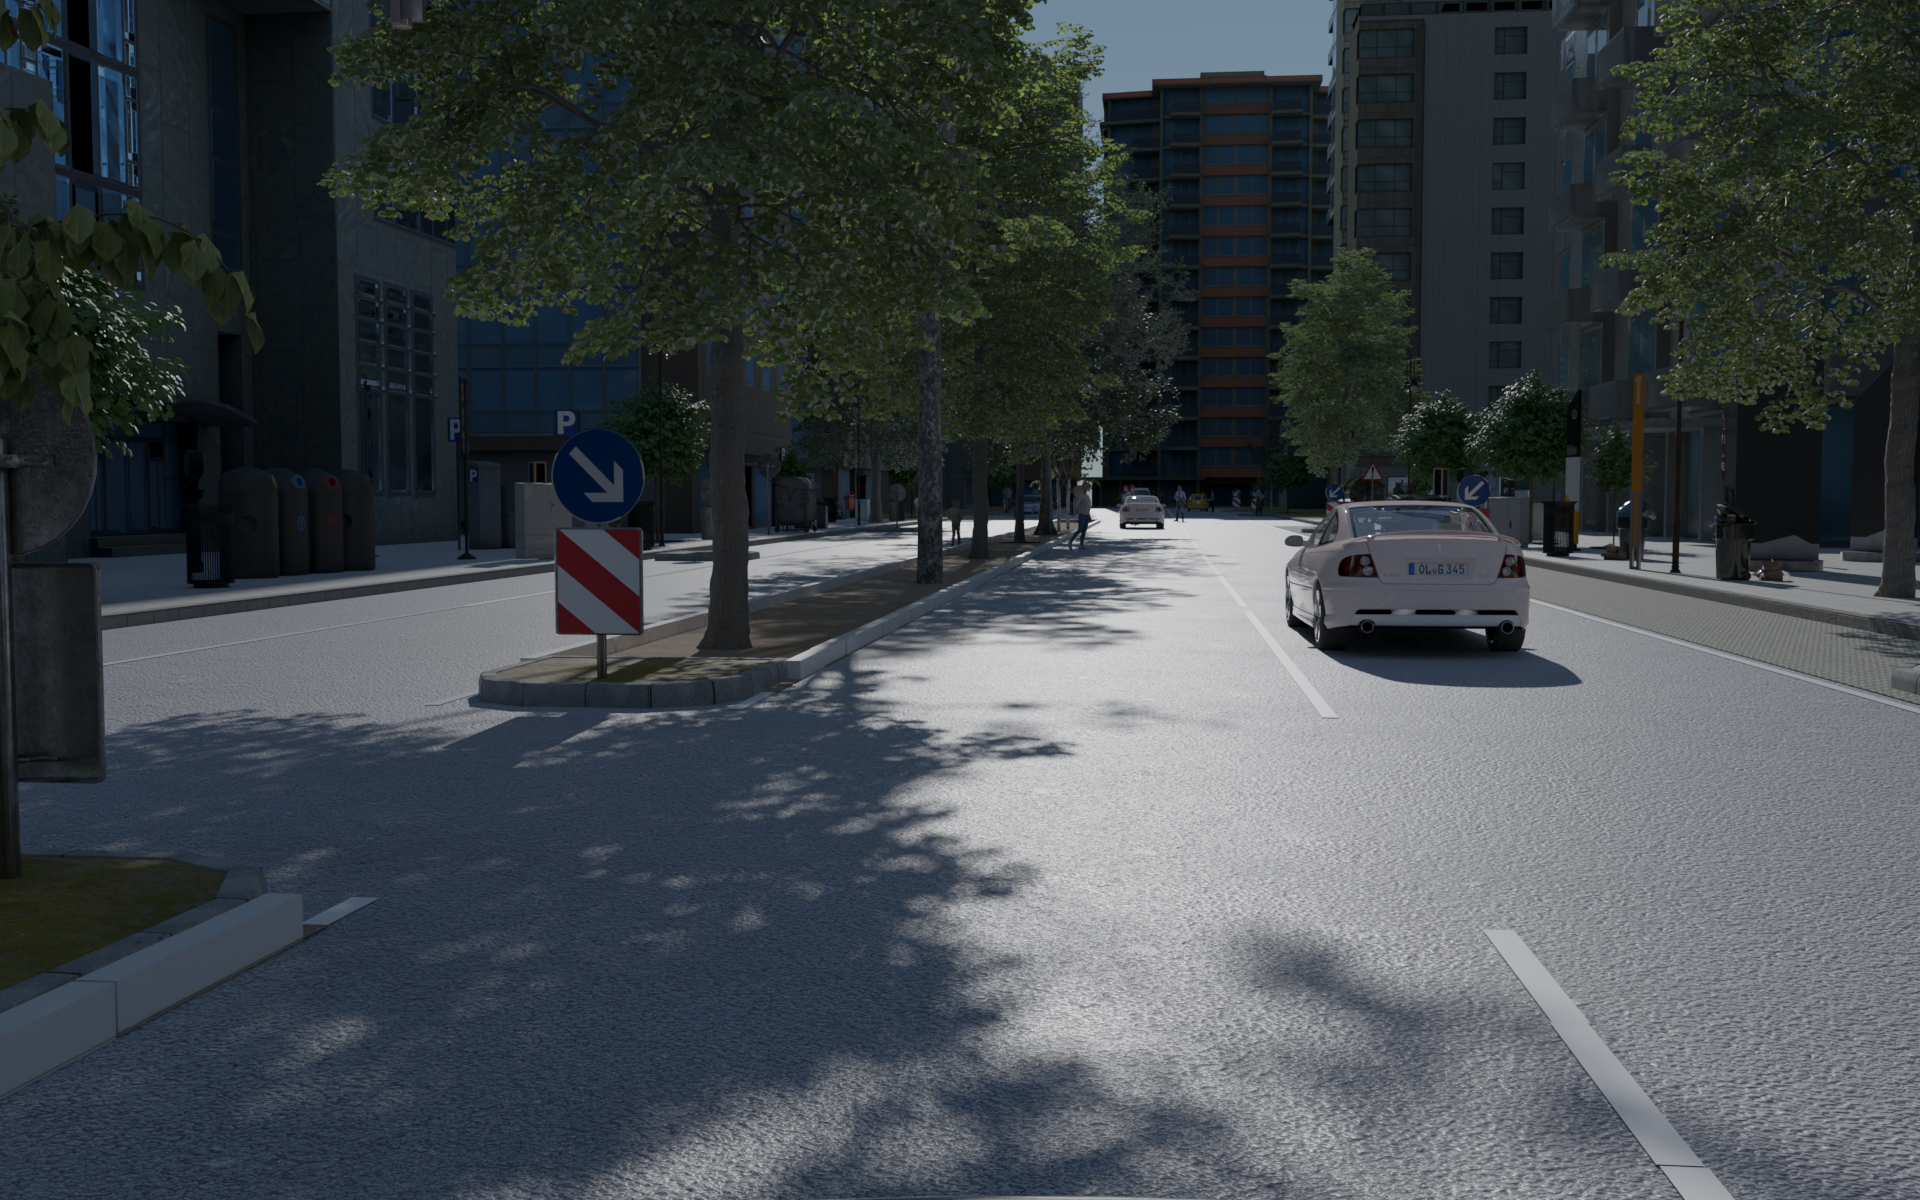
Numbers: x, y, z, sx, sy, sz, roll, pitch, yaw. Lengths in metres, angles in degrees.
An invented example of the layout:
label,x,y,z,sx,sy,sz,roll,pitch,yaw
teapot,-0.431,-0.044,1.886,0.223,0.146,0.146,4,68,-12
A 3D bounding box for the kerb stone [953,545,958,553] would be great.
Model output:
label,x,y,z,sx,sy,sz,roll,pitch,yaw
kerb stone,-0.223,-1.184,41.556,0.120,0.150,1.000,0,4,6

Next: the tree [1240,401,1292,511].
label,x,y,z,sx,sy,sz,roll,pitch,yaw
tree,23.585,-11.130,132.329,4.360,8.622,3.978,0,3,0

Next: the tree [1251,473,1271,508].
label,x,y,z,sx,sy,sz,roll,pitch,yaw
tree,27.552,-10.102,159.775,1.663,3.219,1.824,0,3,0

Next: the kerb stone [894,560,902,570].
label,x,y,z,sx,sy,sz,roll,pitch,yaw
kerb stone,-1.263,-0.620,32.398,0.120,0.150,1.000,0,4,6

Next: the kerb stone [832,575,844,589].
label,x,y,z,sx,sy,sz,roll,pitch,yaw
kerb stone,-1.949,-0.250,26.277,0.120,0.150,1.000,0,4,6

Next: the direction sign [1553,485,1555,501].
label,x,y,z,sx,sy,sz,roll,pitch,yaw
direction sign,25.706,-5.072,74.927,0.876,3.537,0.379,3,4,37

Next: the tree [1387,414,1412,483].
label,x,y,z,sx,sy,sz,roll,pitch,yaw
tree,14.612,-4.215,52.633,4.285,4.588,4.351,0,3,0

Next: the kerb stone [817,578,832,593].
label,x,y,z,sx,sy,sz,roll,pitch,yaw
kerb stone,-2.059,-0.187,25.260,0.120,0.150,1.000,0,4,6

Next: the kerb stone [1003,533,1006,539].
label,x,y,z,sx,sy,sz,roll,pitch,yaw
kerb stone,1.274,-1.995,54.809,0.120,0.150,1.000,0,4,6

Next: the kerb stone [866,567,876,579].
label,x,y,z,sx,sy,sz,roll,pitch,yaw
kerb stone,-1.601,-0.436,29.331,0.120,0.150,1.000,0,4,6

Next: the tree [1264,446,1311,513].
label,x,y,z,sx,sy,sz,roll,pitch,yaw
tree,22.245,-8.175,117.374,4.285,4.588,4.351,0,3,0

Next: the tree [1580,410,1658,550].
label,x,y,z,sx,sy,sz,roll,pitch,yaw
tree,15.233,-2.789,40.208,1.663,3.219,1.824,0,3,0

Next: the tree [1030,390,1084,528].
label,x,y,z,sx,sy,sz,roll,pitch,yaw
tree,4.550,-7.338,72.798,4.360,8.622,3.978,0,3,0

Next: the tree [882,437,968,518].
label,x,y,z,sx,sy,sz,roll,pitch,yaw
tree,-2.707,-6.807,95.013,4.285,4.588,4.351,0,3,0

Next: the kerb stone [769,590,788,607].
label,x,y,z,sx,sy,sz,roll,pitch,yaw
kerb stone,-2.408,-0.001,22.214,0.120,0.150,1.000,0,4,6

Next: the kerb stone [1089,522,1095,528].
label,x,y,z,sx,sy,sz,roll,pitch,yaw
kerb stone,5.645,-3.224,74.900,0.120,0.150,1.000,0,4,6

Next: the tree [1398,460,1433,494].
label,x,y,z,sx,sy,sz,roll,pitch,yaw
tree,18.096,-4.518,68.476,1.663,3.219,1.824,0,3,0

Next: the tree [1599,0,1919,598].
label,x,y,z,sx,sy,sz,roll,pitch,yaw
tree,12.050,-6.292,21.006,7.486,12.596,7.792,0,3,0

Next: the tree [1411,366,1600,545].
label,x,y,z,sx,sy,sz,roll,pitch,yaw
tree,14.750,-3.713,44.416,4.285,4.588,4.351,0,3,0

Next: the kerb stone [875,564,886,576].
label,x,y,z,sx,sy,sz,roll,pitch,yaw
kerb stone,-1.484,-0.496,30.347,0.120,0.150,1.000,0,4,6

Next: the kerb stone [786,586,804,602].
label,x,y,z,sx,sy,sz,roll,pitch,yaw
kerb stone,-2.286,-0.063,23.228,0.120,0.150,1.000,0,4,6

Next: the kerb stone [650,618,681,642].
label,x,y,z,sx,sy,sz,roll,pitch,yaw
kerb stone,-2.979,0.311,17.118,0.120,0.150,1.000,0,4,6

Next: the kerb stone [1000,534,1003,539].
label,x,y,z,sx,sy,sz,roll,pitch,yaw
kerb stone,1.154,-1.933,53.793,0.120,0.150,1.000,0,4,6

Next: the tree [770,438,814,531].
label,x,y,z,sx,sy,sz,roll,pitch,yaw
tree,-5.828,-4.023,60.379,1.663,3.219,1.824,0,3,0

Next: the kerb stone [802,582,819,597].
label,x,y,z,sx,sy,sz,roll,pitch,yaw
kerb stone,-2.168,-0.125,24.244,0.120,0.150,1.000,0,4,6

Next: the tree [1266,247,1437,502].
label,x,y,z,sx,sy,sz,roll,pitch,yaw
tree,17.893,-9.871,79.511,7.486,12.596,7.792,0,3,0

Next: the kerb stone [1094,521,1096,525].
label,x,y,z,sx,sy,sz,roll,pitch,yaw
kerb stone,5.758,-3.286,75.916,0.120,0.150,1.000,0,4,6

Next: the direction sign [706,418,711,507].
label,x,y,z,sx,sy,sz,roll,pitch,yaw
direction sign,-7.434,-3.639,51.496,0.379,3.537,0.876,-1,4,-18

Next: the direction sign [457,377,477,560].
label,x,y,z,sx,sy,sz,roll,pitch,yaw
direction sign,-9.690,-2.565,33.930,0.379,3.537,0.876,0,4,-6

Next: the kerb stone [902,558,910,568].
label,x,y,z,sx,sy,sz,roll,pitch,yaw
kerb stone,-1.136,-0.686,33.417,0.120,0.150,1.000,0,4,6

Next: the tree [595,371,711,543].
label,x,y,z,sx,sy,sz,roll,pitch,yaw
tree,-8.026,-3.826,46.271,4.285,4.588,4.351,0,3,0

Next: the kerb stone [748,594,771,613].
label,x,y,z,sx,sy,sz,roll,pitch,yaw
kerb stone,-2.520,0.063,21.197,0.120,0.150,1.000,0,4,6

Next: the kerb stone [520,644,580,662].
label,x,y,z,sx,sy,sz,roll,pitch,yaw
kerb stone,-3.328,0.498,14.049,0.120,0.150,1.000,0,4,6

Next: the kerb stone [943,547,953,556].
label,x,y,z,sx,sy,sz,roll,pitch,yaw
kerb stone,-0.341,-1.120,40.540,0.120,0.150,1.000,0,4,6

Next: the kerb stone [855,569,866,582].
label,x,y,z,sx,sy,sz,roll,pitch,yaw
kerb stone,-1.715,-0.374,28.315,0.120,0.150,1.000,0,4,6

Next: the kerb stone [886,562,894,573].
label,x,y,z,sx,sy,sz,roll,pitch,yaw
kerb stone,-1.368,-0.561,31.369,0.120,0.150,1.000,0,4,6

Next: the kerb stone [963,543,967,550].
label,x,y,z,sx,sy,sz,roll,pitch,yaw
kerb stone,0.004,-1.308,43.587,0.120,0.150,1.000,0,4,6

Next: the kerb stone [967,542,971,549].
label,x,y,z,sx,sy,sz,roll,pitch,yaw
kerb stone,0.114,-1.371,44.604,0.120,0.150,1.000,0,4,6

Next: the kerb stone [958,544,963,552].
label,x,y,z,sx,sy,sz,roll,pitch,yaw
kerb stone,-0.108,-1.244,42.571,0.120,0.150,1.000,0,4,6

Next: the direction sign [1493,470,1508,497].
label,x,y,z,sx,sy,sz,roll,pitch,yaw
direction sign,24.894,-5.358,79.604,0.876,3.537,0.379,-1,4,-15

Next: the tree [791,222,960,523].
label,x,y,z,sx,sy,sz,roll,pitch,yaw
tree,-3.699,-10.465,77.756,9.857,13.997,8.962,0,3,0

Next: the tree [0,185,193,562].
label,x,y,z,sx,sy,sz,roll,pitch,yaw
tree,-10.228,-2.132,18.579,4.285,4.588,4.351,0,3,0

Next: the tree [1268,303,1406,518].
label,x,y,z,sx,sy,sz,roll,pitch,yaw
tree,20.133,-10.214,92.762,9.928,11.665,9.643,0,3,0

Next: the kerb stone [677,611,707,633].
label,x,y,z,sx,sy,sz,roll,pitch,yaw
kerb stone,-2.862,0.248,18.134,0.120,0.150,1.000,0,4,6

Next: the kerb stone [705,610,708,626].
label,x,y,z,sx,sy,sz,roll,pitch,yaw
kerb stone,-2.744,0.186,19.152,0.120,0.150,1.000,0,4,6

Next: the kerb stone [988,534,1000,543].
label,x,y,z,sx,sy,sz,roll,pitch,yaw
kerb stone,1.040,-1.870,52.777,0.120,0.150,1.000,0,4,6

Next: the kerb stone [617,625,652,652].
label,x,y,z,sx,sy,sz,roll,pitch,yaw
kerb stone,-3.094,0.373,16.094,0.120,0.150,1.000,0,4,6

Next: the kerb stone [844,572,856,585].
label,x,y,z,sx,sy,sz,roll,pitch,yaw
kerb stone,-1.828,-0.312,27.294,0.120,0.150,1.000,0,4,6

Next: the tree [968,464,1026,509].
label,x,y,z,sx,sy,sz,roll,pitch,yaw
tree,2.233,-9.330,136.259,4.285,4.588,4.351,0,3,0

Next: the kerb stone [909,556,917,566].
label,x,y,z,sx,sy,sz,roll,pitch,yaw
kerb stone,-1.026,-0.747,34.434,0.120,0.150,1.000,0,4,6

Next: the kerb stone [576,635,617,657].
label,x,y,z,sx,sy,sz,roll,pitch,yaw
kerb stone,-3.216,0.437,15.066,0.120,0.150,1.000,0,4,6
